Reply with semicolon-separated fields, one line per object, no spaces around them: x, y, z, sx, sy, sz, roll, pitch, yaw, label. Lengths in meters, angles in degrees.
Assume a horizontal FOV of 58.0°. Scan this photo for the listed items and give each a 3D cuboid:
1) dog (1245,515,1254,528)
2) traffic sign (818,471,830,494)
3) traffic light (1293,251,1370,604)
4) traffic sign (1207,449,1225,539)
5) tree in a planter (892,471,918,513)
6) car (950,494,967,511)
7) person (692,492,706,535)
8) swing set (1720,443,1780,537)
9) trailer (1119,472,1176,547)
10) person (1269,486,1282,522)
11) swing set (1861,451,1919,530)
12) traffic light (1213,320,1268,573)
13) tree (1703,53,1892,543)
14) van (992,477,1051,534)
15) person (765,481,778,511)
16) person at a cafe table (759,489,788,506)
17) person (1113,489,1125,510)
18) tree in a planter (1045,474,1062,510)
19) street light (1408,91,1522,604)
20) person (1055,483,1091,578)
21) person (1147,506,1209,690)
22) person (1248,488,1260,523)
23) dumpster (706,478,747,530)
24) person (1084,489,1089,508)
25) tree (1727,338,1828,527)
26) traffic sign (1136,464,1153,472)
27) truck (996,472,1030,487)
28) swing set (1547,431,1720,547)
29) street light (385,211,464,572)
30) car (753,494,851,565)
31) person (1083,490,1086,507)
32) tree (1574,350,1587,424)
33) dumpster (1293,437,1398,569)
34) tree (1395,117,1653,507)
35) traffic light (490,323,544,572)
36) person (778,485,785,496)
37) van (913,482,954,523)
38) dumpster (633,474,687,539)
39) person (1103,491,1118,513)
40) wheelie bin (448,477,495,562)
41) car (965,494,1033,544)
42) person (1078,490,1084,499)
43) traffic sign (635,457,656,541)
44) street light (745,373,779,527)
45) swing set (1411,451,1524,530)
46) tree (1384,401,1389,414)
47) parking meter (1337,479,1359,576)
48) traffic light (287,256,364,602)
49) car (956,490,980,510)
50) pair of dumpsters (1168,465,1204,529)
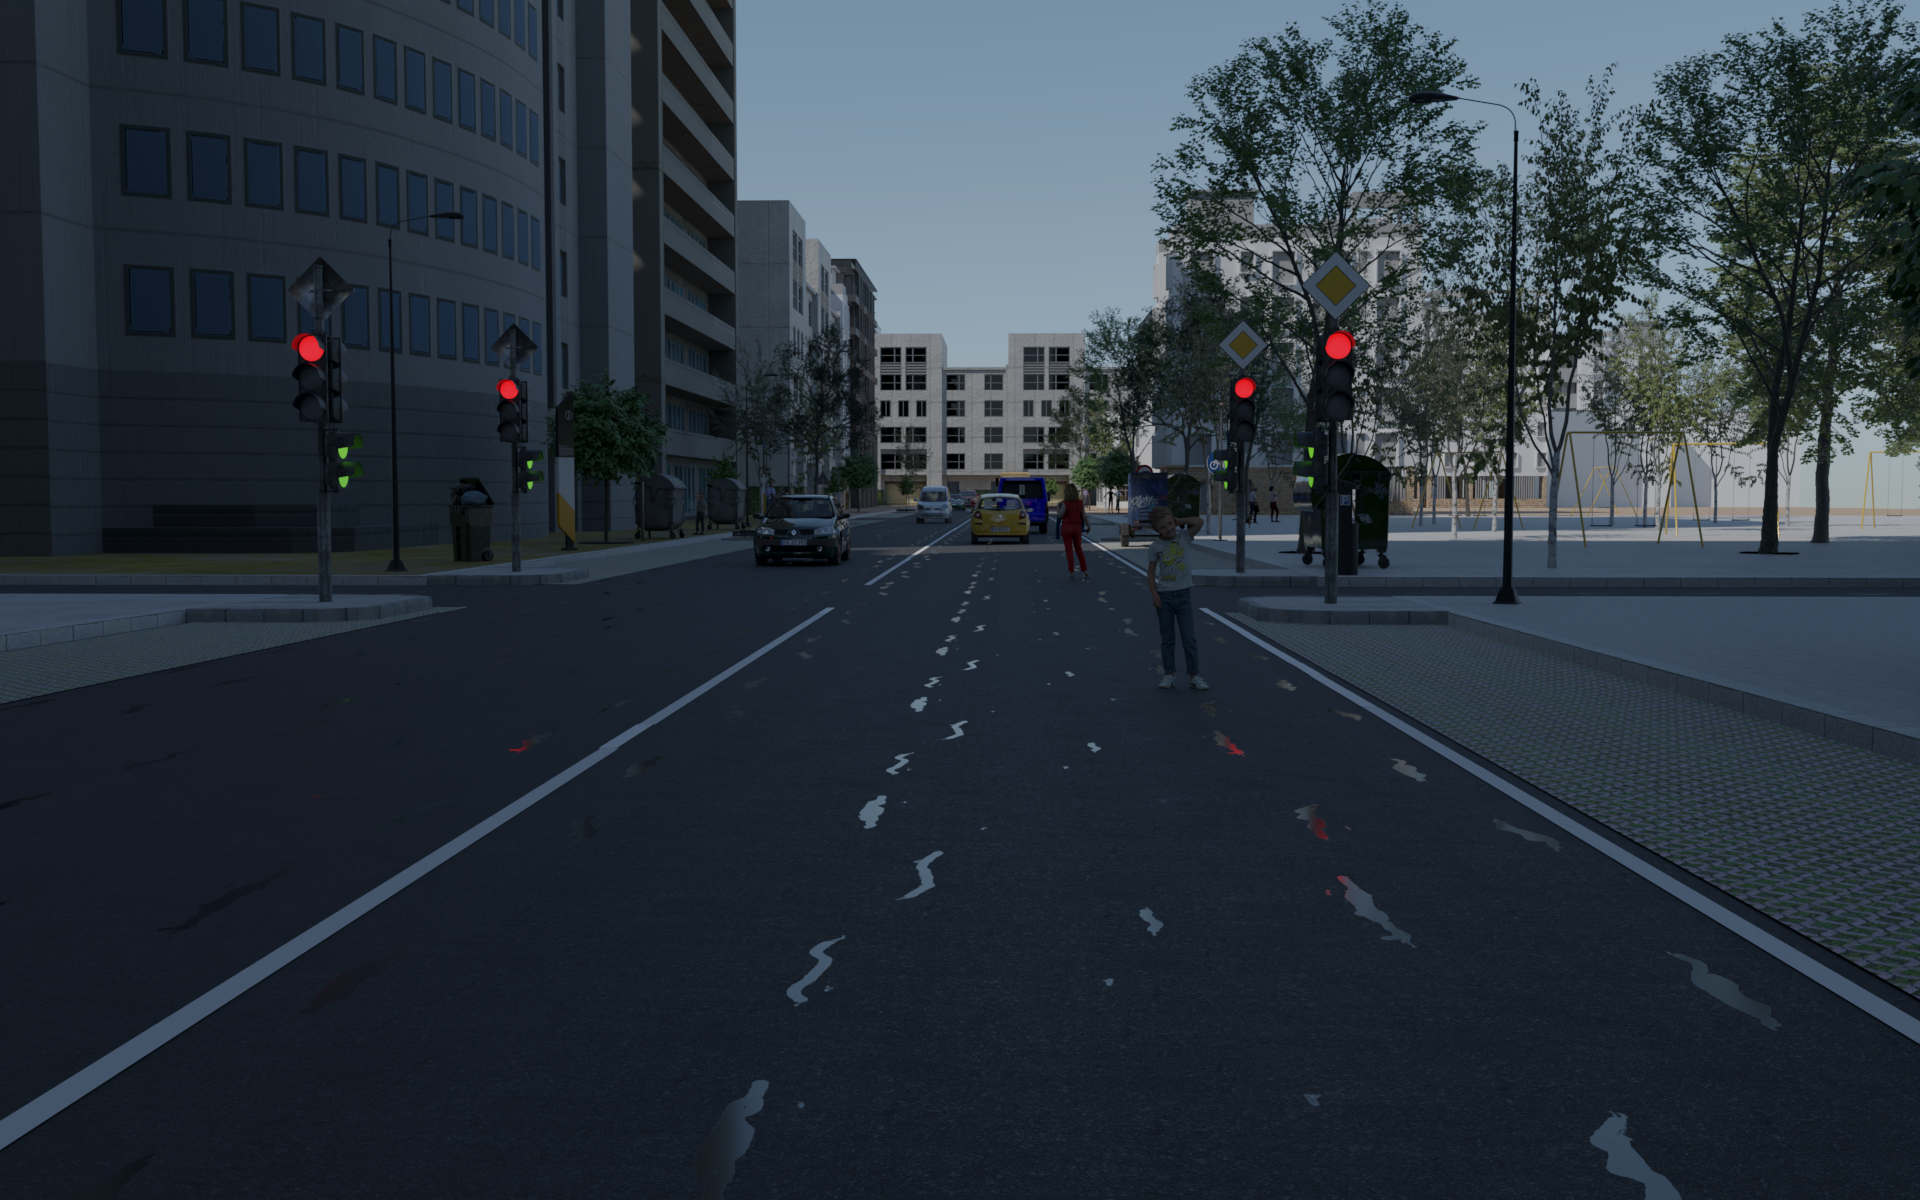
10.782;-2.970;65.386;0.406;0.507;0.540;3;5;43;dog
-7.575;-5.851;95.662;0.884;2.594;0.081;0;4;5;traffic sign
4.331;-1.913;20.198;0.839;4.253;0.868;0;4;2;traffic light
7.423;-3.017;49.439;0.768;2.556;0.104;1;4;9;traffic sign
-4.058;-8.140;130.303;1.991;3.239;1.994;0;4;2;tree in a planter
-0.455;-8.474;150.346;2.131;1.459;4.920;0;4;1;car
-8.228;-2.732;54.620;0.340;1.345;0.435;1;4;16;person
23.214;-3.392;53.078;3.119;2.851;2.862;1;4;16;swing set
5.124;-2.484;47.654;1.471;1.999;3.904;0;4;4;trailer
14.376;-4.371;78.976;0.566;1.644;0.517;1;4;20;person
34.469;-3.994;62.916;3.119;2.851;2.862;3;4;36;swing set
4.563;-2.401;28.180;0.839;4.253;0.868;0;4;2;traffic light
23.003;-7.782;45.360;7.486;12.596;7.792;0;3;0;tree
2.289;-3.672;64.423;2.240;2.365;5.245;0;4;2;van
-8.182;-4.253;75.445;0.709;1.838;0.599;-3;5;-41;person
-9.213;-4.937;89.240;1.622;1.524;1.698;2;4;25;person at a cafe table
12.541;-8.032;137.352;0.705;1.826;1.348;-2;4;-34;person
8.358;-9.785;157.212;1.991;3.239;1.994;0;4;2;tree in a planter
5.872;-2.911;20.141;1.470;5.913;1.316;0;4;2;street light
1.934;-1.188;29.633;0.593;1.614;0.444;0;4;7;person
1.607;-0.023;12.783;0.435;1.345;0.340;0;3;0;person
12.827;-4.124;75.680;0.590;1.554;0.614;0;4;-4;person
-8.440;-3.472;62.523;1.264;1.857;1.865;0;4;2;dumpster
11.369;-9.094;154.600;0.599;1.838;0.709;3;5;40;person
32.606;-7.216;68.351;4.360;8.622;3.978;0;3;0;tree
7.955;-4.563;74.708;0.768;2.556;0.104;1;4;9;traffic sign
4.826;-9.549;152.051;3.469;3.379;9.791;0;4;2;truck
16.685;-2.787;43.182;3.119;2.851;2.862;0;4;1;swing set
-8.836;-3.430;28.615;1.470;5.913;1.316;0;4;2;street light
-3.251;-1.610;36.105;2.009;1.686;4.222;0;4;1;car
12.015;-9.816;167.998;0.593;1.643;0.415;0;4;-7;person
27.050;-7.393;71.245;4.360;8.622;3.978;0;3;0;tree
6.763;-1.711;30.461;1.502;2.255;1.985;0;4;2;dumpster
29.090;-14.099;86.408;12.611;20.169;13.585;0;3;0;tree
-7.313;-2.421;28.509;0.839;4.253;0.868;0;4;2;traffic light
-9.364;-5.155;91.058;0.376;1.734;0.841;-2;4;-28;person
-1.279;-4.852;86.347;2.013;2.044;4.112;0;4;2;van
-8.664;-2.702;49.929;1.264;1.857;1.865;0;4;2;dumpster
10.356;-6.856;118.658;1.217;1.766;0.721;2;4;27;person
-9.293;-1.531;32.940;0.980;1.594;0.693;3;5;40;wheelie bin
1.163;-2.503;51.152;2.015;1.641;3.980;0;4;0;car
11.380;-9.588;163.538;0.721;1.736;1.217;-1;4;-22;person
-8.620;-2.867;46.985;0.768;2.556;0.104;1;4;10;traffic sign
-7.674;-5.762;66.749;1.470;5.913;1.316;0;4;2;street light
18.779;-4.042;63.708;2.862;2.851;3.119;-2;4;-35;swing set
20.272;-7.566;74.066;4.737;8.622;4.395;0;3;0;tree
6.115;-1.162;27.405;0.372;1.533;0.369;0;3;0;parking meter
-7.546;-1.933;20.527;0.839;4.253;0.868;0;4;2;traffic light
0.715;-9.377;161.979;2.281;1.827;5.304;0;4;3;car
7.630;-3.574;60.937;1.574;2.255;4.437;0;4;2;pair of dumpsters
